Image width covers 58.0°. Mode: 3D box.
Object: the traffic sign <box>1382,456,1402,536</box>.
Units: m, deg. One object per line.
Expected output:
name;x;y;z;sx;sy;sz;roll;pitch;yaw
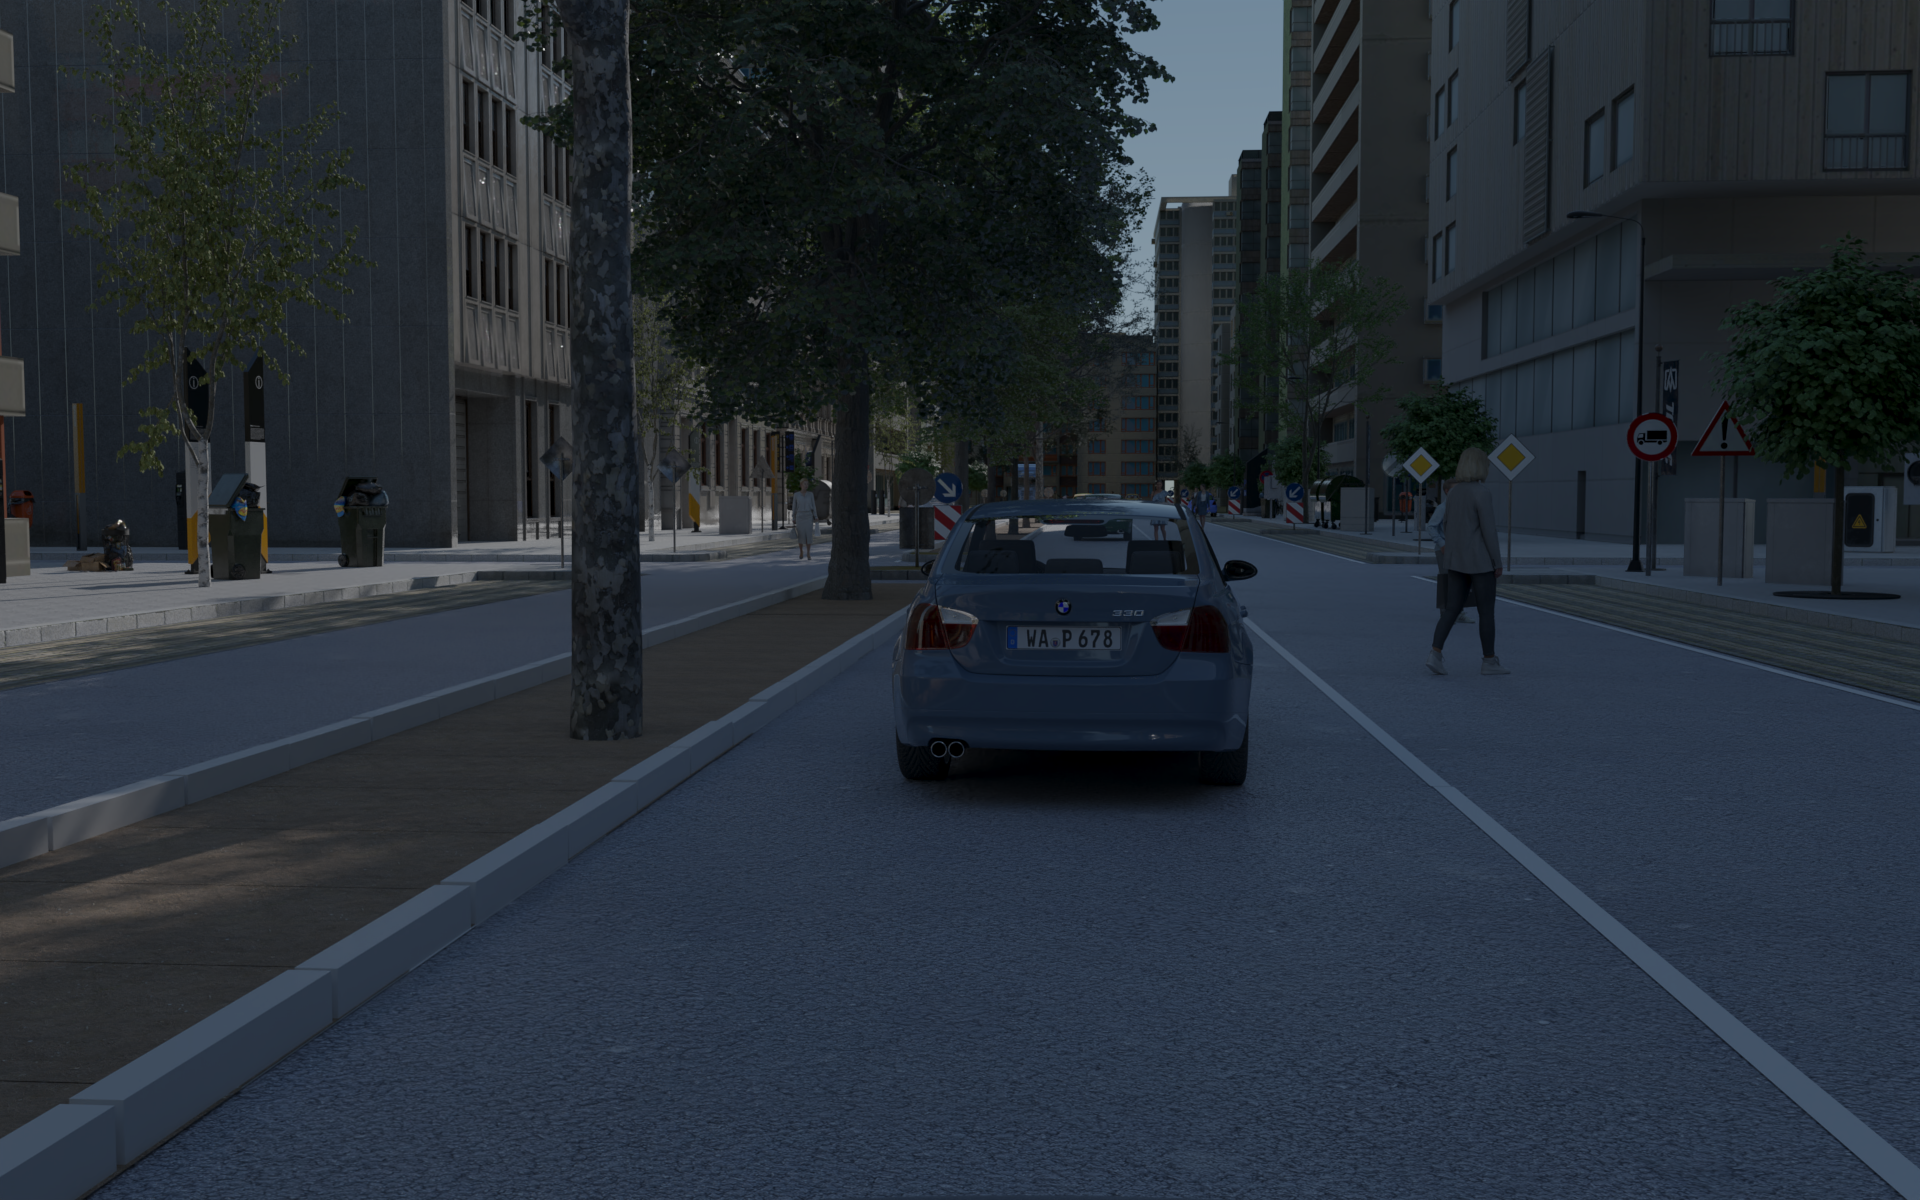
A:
traffic sign;13.214;-3.218;52.717;0.768;2.556;0.104;1;4;10

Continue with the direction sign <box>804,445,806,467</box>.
direction sign;-7.133;-5.362;79.660;0.379;3.537;0.876;0;4;0

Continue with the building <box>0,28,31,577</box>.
building;-30.162;-10.337;14.057;28.899;21.520;27.650;0;4;5

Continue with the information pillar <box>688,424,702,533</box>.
information pillar;-8.857;-4.061;57.759;0.183;3.616;0.504;2;4;30

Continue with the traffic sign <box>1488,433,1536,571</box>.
traffic sign;9.106;-1.532;28.688;0.795;2.450;0.064;0;4;5

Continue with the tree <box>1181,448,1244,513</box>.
tree;18.477;-8.344;120.134;4.285;4.588;4.351;0;3;0

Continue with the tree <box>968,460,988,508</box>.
tree;1.932;-11.887;178.058;4.285;4.588;4.351;0;3;0

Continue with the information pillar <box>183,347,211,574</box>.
information pillar;-12.237;-2.229;27.793;0.183;3.616;0.504;1;4;17

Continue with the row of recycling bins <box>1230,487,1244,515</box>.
row of recycling bins;17.421;-6.171;108.003;1.069;1.692;3.534;0;4;0

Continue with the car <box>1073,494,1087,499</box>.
car;6.239;-4.610;85.595;2.015;1.641;3.980;0;4;6

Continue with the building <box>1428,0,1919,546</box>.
building;30.097;-28.315;52.195;27.495;52.752;28.713;0;4;5

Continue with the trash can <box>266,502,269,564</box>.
trash can;-12.400;-1.129;30.121;0.748;1.137;0.748;0;3;0

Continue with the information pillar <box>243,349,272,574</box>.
information pillar;-11.260;-2.223;27.701;0.183;3.616;0.504;0;4;6

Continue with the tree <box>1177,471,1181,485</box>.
tree;21.209;-10.446;154.509;4.285;4.588;4.351;0;3;0

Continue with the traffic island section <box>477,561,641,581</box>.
traffic island section;-6.911;-0.474;30.032;2.009;0.180;2.903;0;4;5

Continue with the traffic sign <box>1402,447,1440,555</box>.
traffic sign;9.736;-2.019;36.648;0.795;2.450;0.064;0;4;5

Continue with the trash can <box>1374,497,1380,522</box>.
trash can;18.822;-4.127;79.131;0.748;1.137;0.748;0;3;0

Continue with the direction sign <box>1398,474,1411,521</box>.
direction sign;20.960;-5.505;81.997;0.379;3.537;0.876;-3;5;-43

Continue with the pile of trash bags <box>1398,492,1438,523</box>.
pile of trash bags;20.862;-4.086;76.562;1.912;1.369;3.447;-3;5;-40

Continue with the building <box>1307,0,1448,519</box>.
building;31.479;-28.879;95.865;21.300;48.544;21.600;0;4;5

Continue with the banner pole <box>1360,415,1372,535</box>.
banner pole;12.982;-3.981;55.114;0.401;3.779;0.863;1;4;23

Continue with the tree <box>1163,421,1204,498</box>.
tree;22.857;-13.782;175.705;4.360;8.622;3.978;0;3;0

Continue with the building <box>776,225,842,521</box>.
building;-12.231;-13.877;91.511;10.561;19.102;19.286;0;4;5

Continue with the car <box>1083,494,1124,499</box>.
car;4.517;-2.624;54.701;2.131;1.459;4.920;0;4;5

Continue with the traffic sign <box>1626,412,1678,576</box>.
traffic sign;10.797;-1.650;27.092;0.768;2.556;0.104;1;4;11

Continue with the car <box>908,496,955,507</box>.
car;-0.934;-3.360;67.292;2.083;1.381;4.827;0;4;5

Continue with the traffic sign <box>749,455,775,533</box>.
traffic sign;-6.597;-3.531;57.737;0.884;2.594;0.081;1;4;9

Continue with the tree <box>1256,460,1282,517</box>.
tree;17.239;-6.307;97.727;1.663;3.219;1.824;0;3;0

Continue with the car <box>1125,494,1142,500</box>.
car;18.129;-10.520;182.223;2.015;1.641;3.980;0;4;5

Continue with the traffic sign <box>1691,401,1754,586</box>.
traffic sign;10.643;-1.479;24.190;0.884;2.594;0.081;0;4;5

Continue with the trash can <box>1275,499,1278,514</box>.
trash can;19.153;-5.782;106.184;0.748;1.137;0.748;0;3;0

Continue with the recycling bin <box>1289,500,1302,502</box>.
recycling bin;15.043;-3.945;77.049;0.722;1.027;0.722;0;4;1

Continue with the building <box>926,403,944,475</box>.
building;-13.956;-29.333;171.474;23.993;40.220;32.217;0;4;5

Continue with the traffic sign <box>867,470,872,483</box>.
traffic sign;-4.821;-5.343;87.469;0.768;2.556;0.104;1;4;8

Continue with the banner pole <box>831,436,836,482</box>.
banner pole;-5.355;-5.172;74.582;0.401;3.779;0.863;-3;5;-43

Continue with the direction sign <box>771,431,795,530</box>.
direction sign;-6.389;-4.310;62.463;0.876;3.537;0.379;1;4;11

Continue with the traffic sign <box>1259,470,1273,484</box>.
traffic sign;16.520;-5.704;93.371;0.768;2.556;0.104;0;4;6

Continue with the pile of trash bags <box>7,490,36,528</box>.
pile of trash bags;-22.438;-1.843;39.882;1.912;1.369;3.447;0;4;2

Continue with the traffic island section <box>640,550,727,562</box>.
traffic island section;-6.281;-0.961;37.992;2.009;0.180;2.903;0;4;5

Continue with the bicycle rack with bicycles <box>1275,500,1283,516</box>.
bicycle rack with bicycles;19.476;-5.534;103.855;2.852;0.926;2.925;0;4;1

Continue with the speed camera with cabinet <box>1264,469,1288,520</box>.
speed camera with cabinet;16.345;-5.674;87.104;2.038;3.252;0.660;-1;4;-15

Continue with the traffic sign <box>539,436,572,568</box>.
traffic sign;-6.887;-1.610;29.968;0.795;2.450;0.064;0;4;5

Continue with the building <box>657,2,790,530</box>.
building;-14.394;-14.384;71.332;11.583;22.565;21.152;0;4;5

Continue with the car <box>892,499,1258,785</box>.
car;0.706;0.130;9.885;2.014;1.417;4.499;0;4;6

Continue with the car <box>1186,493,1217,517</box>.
car;15.199;-6.067;108.787;1.945;1.707;3.694;0;4;4

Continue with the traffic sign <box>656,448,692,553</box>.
traffic sign;-6.257;-2.097;37.928;0.795;2.450;0.064;0;4;5

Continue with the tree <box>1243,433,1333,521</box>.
tree;16.195;-6.079;83.108;4.285;4.588;4.351;0;3;0

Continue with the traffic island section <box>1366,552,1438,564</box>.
traffic island section;9.760;-0.883;36.723;2.009;0.180;2.903;0;4;5

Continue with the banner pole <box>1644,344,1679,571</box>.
banner pole;11.700;-2.372;28.794;0.401;3.779;0.863;0;4;-8

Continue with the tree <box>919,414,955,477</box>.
tree;-1.462;-11.103;131.901;4.737;8.622;4.395;0;3;0

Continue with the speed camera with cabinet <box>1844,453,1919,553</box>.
speed camera with cabinet;20.156;-2.634;37.399;0.660;3.252;2.038;-2;4;-35

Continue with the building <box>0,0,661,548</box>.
building;-17.283;-14.236;50.777;12.078;24.808;19.932;0;4;5

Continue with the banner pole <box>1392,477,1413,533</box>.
banner pole;14.598;-4.111;57.228;0.863;3.779;0.401;-2;4;-27

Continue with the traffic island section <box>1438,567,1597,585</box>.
traffic island section;9.130;-0.396;28.763;2.009;0.180;2.903;0;4;5

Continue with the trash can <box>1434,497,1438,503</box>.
trash can;21.851;-4.088;78.488;0.748;1.137;0.748;0;3;0

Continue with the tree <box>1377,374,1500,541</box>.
tree;13.216;-3.911;47.662;4.285;4.588;4.351;0;3;0
